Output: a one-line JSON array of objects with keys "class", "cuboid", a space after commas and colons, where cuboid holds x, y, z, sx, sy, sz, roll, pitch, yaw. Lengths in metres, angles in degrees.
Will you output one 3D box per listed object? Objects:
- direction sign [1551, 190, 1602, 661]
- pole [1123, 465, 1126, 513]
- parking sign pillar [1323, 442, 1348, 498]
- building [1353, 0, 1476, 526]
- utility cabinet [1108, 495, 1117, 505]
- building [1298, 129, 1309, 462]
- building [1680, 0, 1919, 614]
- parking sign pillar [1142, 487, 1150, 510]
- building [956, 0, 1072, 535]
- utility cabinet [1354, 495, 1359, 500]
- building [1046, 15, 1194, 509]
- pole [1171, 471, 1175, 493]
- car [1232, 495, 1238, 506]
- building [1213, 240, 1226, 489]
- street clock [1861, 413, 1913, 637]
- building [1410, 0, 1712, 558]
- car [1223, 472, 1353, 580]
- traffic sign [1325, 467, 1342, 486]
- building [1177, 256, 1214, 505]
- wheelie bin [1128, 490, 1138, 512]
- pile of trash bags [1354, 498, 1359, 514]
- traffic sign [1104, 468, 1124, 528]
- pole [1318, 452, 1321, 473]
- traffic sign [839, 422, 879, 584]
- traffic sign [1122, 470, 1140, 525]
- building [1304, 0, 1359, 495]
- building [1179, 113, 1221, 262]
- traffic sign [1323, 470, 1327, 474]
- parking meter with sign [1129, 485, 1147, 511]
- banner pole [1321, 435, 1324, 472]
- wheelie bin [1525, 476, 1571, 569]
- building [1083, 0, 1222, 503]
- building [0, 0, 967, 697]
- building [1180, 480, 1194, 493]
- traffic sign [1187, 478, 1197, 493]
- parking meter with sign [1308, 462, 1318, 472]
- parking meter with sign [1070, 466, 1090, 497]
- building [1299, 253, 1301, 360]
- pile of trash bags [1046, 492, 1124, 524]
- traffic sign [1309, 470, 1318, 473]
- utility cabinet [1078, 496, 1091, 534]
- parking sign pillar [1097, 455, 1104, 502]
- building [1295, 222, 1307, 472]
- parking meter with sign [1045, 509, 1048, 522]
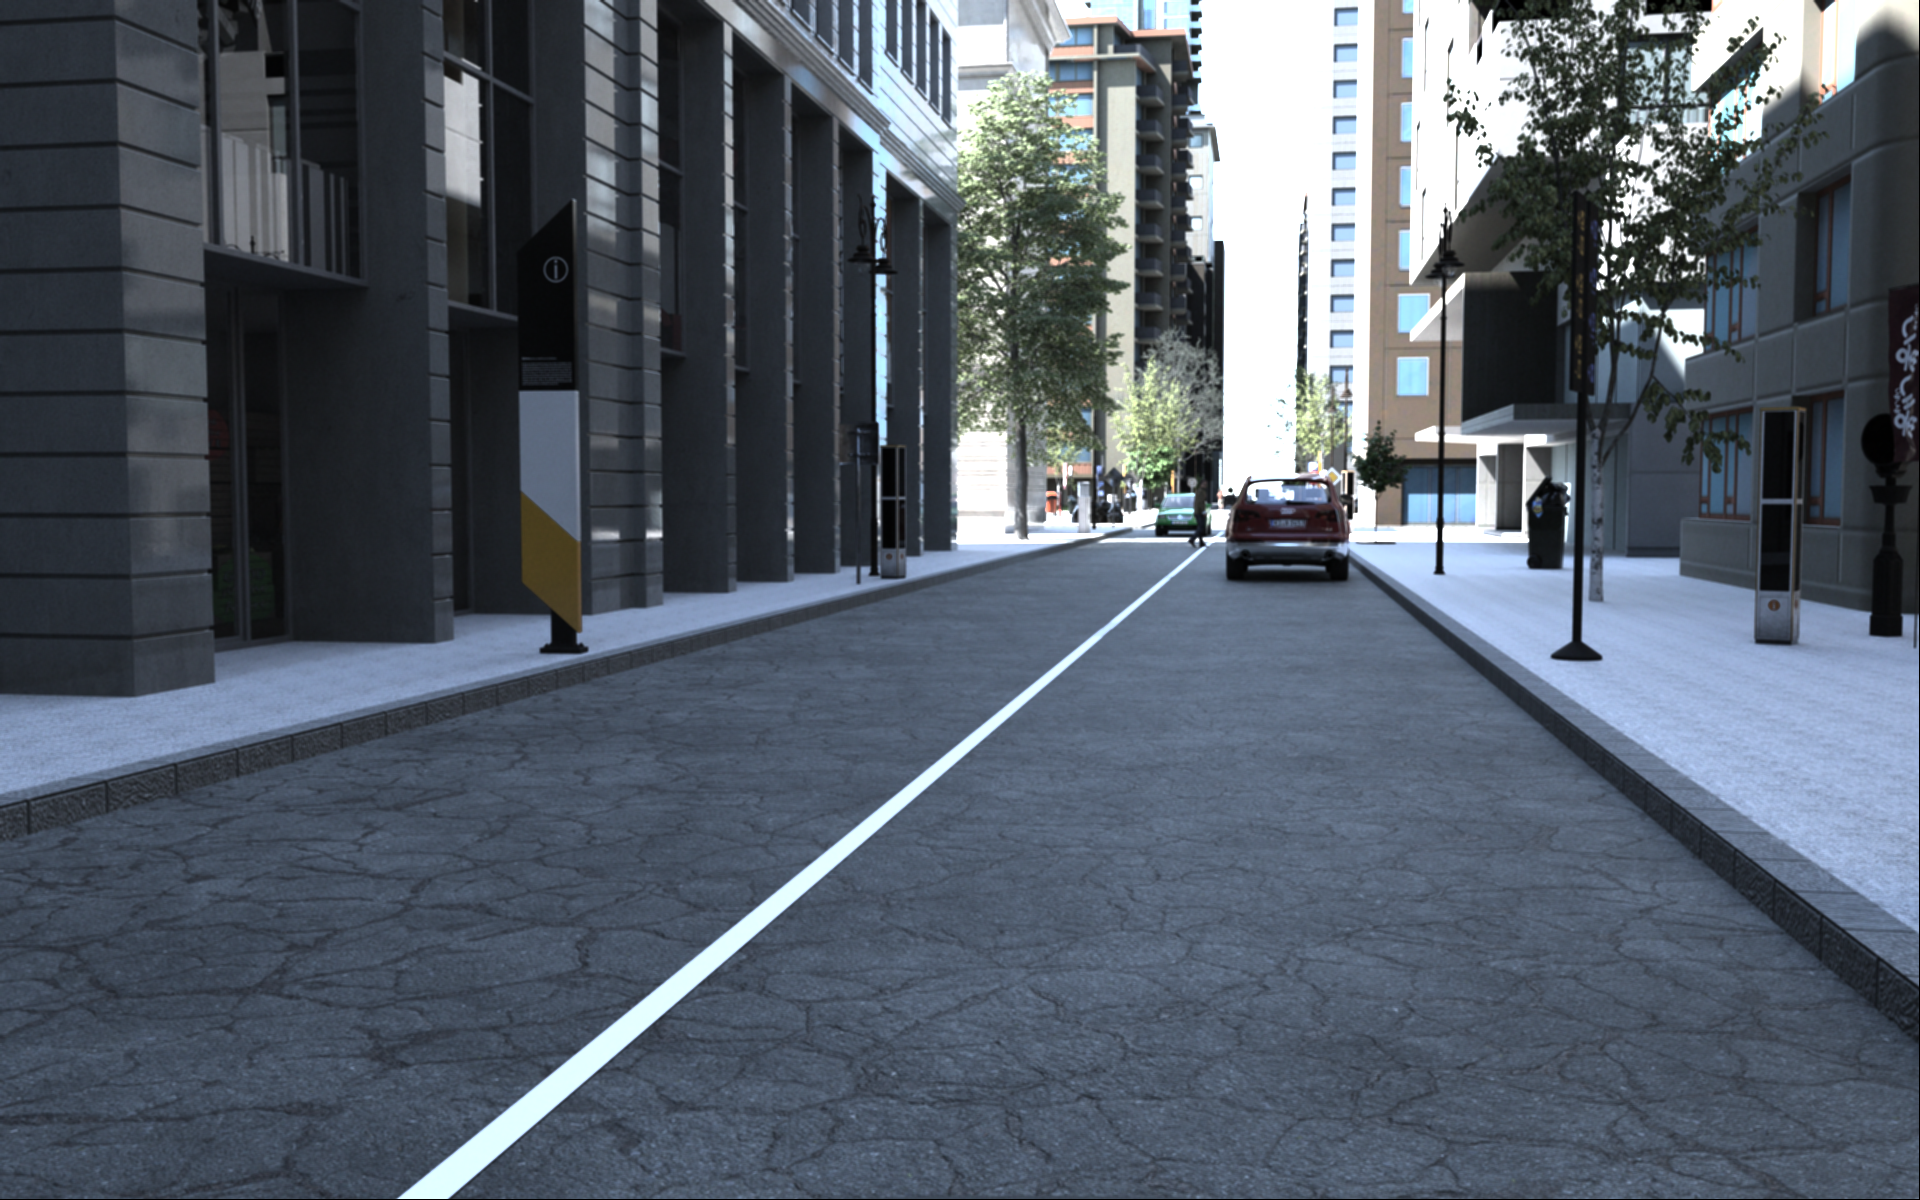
[{"class": "direction sign", "cuboid": [4.805, -1.309, 13.392, 0.379, 3.537, 0.876, 2, 4, 30]}, {"class": "pole", "cuboid": [11.406, -7.713, 119.956, 0.158, 3.312, 0.155, 0, 3, 0]}, {"class": "parking sign pillar", "cuboid": [19.413, -6.201, 89.860, 1.447, 3.967, 1.447, 3, 4, 37]}, {"class": "building", "cuboid": [24.558, -25.922, 73.940, 14.200, 45.320, 14.600, 1, 4, 10]}, {"class": "utility cabinet", "cuboid": [11.979, -7.643, 136.130, 0.306, 1.237, 1.020, 2, 4, 34]}, {"class": "building", "cuboid": [48.792, -32.614, 187.864, 22.147, 44.769, 28.867, 1, 4, 10]}, {"class": "building", "cuboid": [22.454, -10.095, 10.099, 27.650, 21.520, 28.899, 1, 4, 10]}, {"class": "parking sign pillar", "cuboid": [14.180, -9.016, 135.878, 1.447, 3.967, 1.447, 3, 5, 42]}, {"class": "building", "cuboid": [-7.321, -13.710, 60.319, 21.152, 22.565, 11.583, 1, 4, 10]}, {"class": "utility cabinet", "cuboid": [28.270, -6.901, 123.995, 0.306, 1.237, 1.020, -1, 4, -16]}, {"class": "building", "cuboid": [10.471, -31.099, 163.099, 22.147, 44.769, 28.867, 1, 4, 10]}, {"class": "pole", "cuboid": [16.393, -8.544, 133.541, 0.158, 3.312, 0.155, 0, 3, 0]}, {"class": "car", "cuboid": [31.381, -11.102, 193.881, 2.083, 1.381, 4.827, 1, 4, 9]}, {"class": "building", "cuboid": [38.129, -39.498, 295.903, 14.600, 45.320, 14.200, 1, 4, 10]}, {"class": "street clock", "cuboid": [8.376, -0.675, 15.609, 0.358, 2.002, 0.471, -1, 4, -20]}, {"class": "building", "cuboid": [26.830, -27.879, 45.064, 28.713, 52.752, 27.495, 1, 4, 10]}, {"class": "car", "cuboid": [5.761, -1.334, 30.481, 2.281, 1.827, 5.304, 1, 4, 11]}, {"class": "traffic sign", "cuboid": [13.639, -3.666, 63.586, 0.795, 2.450, 0.064, 1, 4, 10]}, {"class": "building", "cuboid": [23.206, -26.723, 208.627, 14.160, 30.474, 14.107, 1, 4, 10]}, {"class": "wheelie bin", "cuboid": [12.243, -7.085, 123.751, 0.693, 1.594, 0.980, -2, 4, -34]}, {"class": "pile of trash bags", "cuboid": [25.367, -6.244, 111.838, 1.912, 1.369, 3.447, -1, 4, -20]}, {"class": "traffic sign", "cuboid": [5.772, -3.753, 65.003, 0.795, 2.450, 0.064, 1, 4, 10]}, {"class": "pole", "cuboid": [17.379, -5.490, 83.605, 0.158, 3.312, 0.155, 0, 3, 0]}, {"class": "traffic sign", "cuboid": [-1.443, -1.375, 24.611, 0.606, 2.300, 0.079, 1, 4, 18]}, {"class": "traffic sign", "cuboid": [7.173, -4.234, 72.865, 0.795, 2.450, 0.064, 1, 4, 10]}, {"class": "building", "cuboid": [42.687, -37.756, 159.307, 21.231, 58.520, 28.212, 1, 4, 10]}, {"class": "building", "cuboid": [22.058, -40.156, 245.787, 28.713, 52.752, 27.495, 1, 4, 10]}, {"class": "traffic sign", "cuboid": [15.040, -4.147, 71.448, 0.795, 2.450, 0.064, 1, 4, 10]}, {"class": "parking meter with sign", "cuboid": [13.702, -8.406, 133.693, 0.543, 3.016, 1.738, -3, 5, -45]}, {"class": "banner pole", "cuboid": [15.203, -5.057, 72.694, 0.401, 3.779, 0.863, 1, 4, 8]}, {"class": "wheelie bin", "cuboid": [10.135, -1.343, 29.860, 0.693, 1.594, 0.980, 2, 4, 24]}, {"class": "building", "cuboid": [30.450, -58.742, 273.096, 22.319, 86.520, 31.000, 1, 4, 10]}, {"class": "building", "cuboid": [-7.929, -15.165, 25.435, 11.434, 29.767, 29.804, 1, 4, 10]}, {"class": "building", "cuboid": [10.028, -30.480, 190.230, 32.217, 40.220, 23.993, 1, 4, 10]}, {"class": "traffic sign", "cuboid": [17.975, -8.195, 134.088, 0.768, 2.556, 0.104, 1, 4, 11]}, {"class": "parking meter with sign", "cuboid": [19.493, -6.094, 95.896, 0.543, 3.016, 1.738, 1, 4, 9]}, {"class": "parking meter with sign", "cuboid": [7.756, -6.850, 108.252, 1.738, 3.016, 0.543, 0, 4, -7]}, {"class": "building", "cuboid": [59.064, -36.017, 243.494, 22.147, 44.769, 28.867, 1, 4, 10]}, {"class": "pile of trash bags", "cuboid": [5.326, -4.004, 75.221, 3.447, 1.369, 1.912, -1, 4, -10]}, {"class": "traffic sign", "cuboid": [18.900, -5.655, 92.557, 0.768, 2.556, 0.104, 1, 4, 11]}, {"class": "utility cabinet", "cuboid": [4.024, -2.736, 55.896, 0.306, 1.237, 1.020, 1, 4, 12]}, {"class": "parking sign pillar", "cuboid": [9.669, -7.980, 118.937, 1.447, 3.967, 1.447, 0, 4, 2]}, {"class": "building", "cuboid": [67.086, -40.698, 289.111, 21.300, 48.544, 21.600, 1, 4, 10]}, {"class": "parking meter with sign", "cuboid": [3.594, -5.108, 79.780, 0.543, 3.016, 1.738, 1, 4, 20]}]
